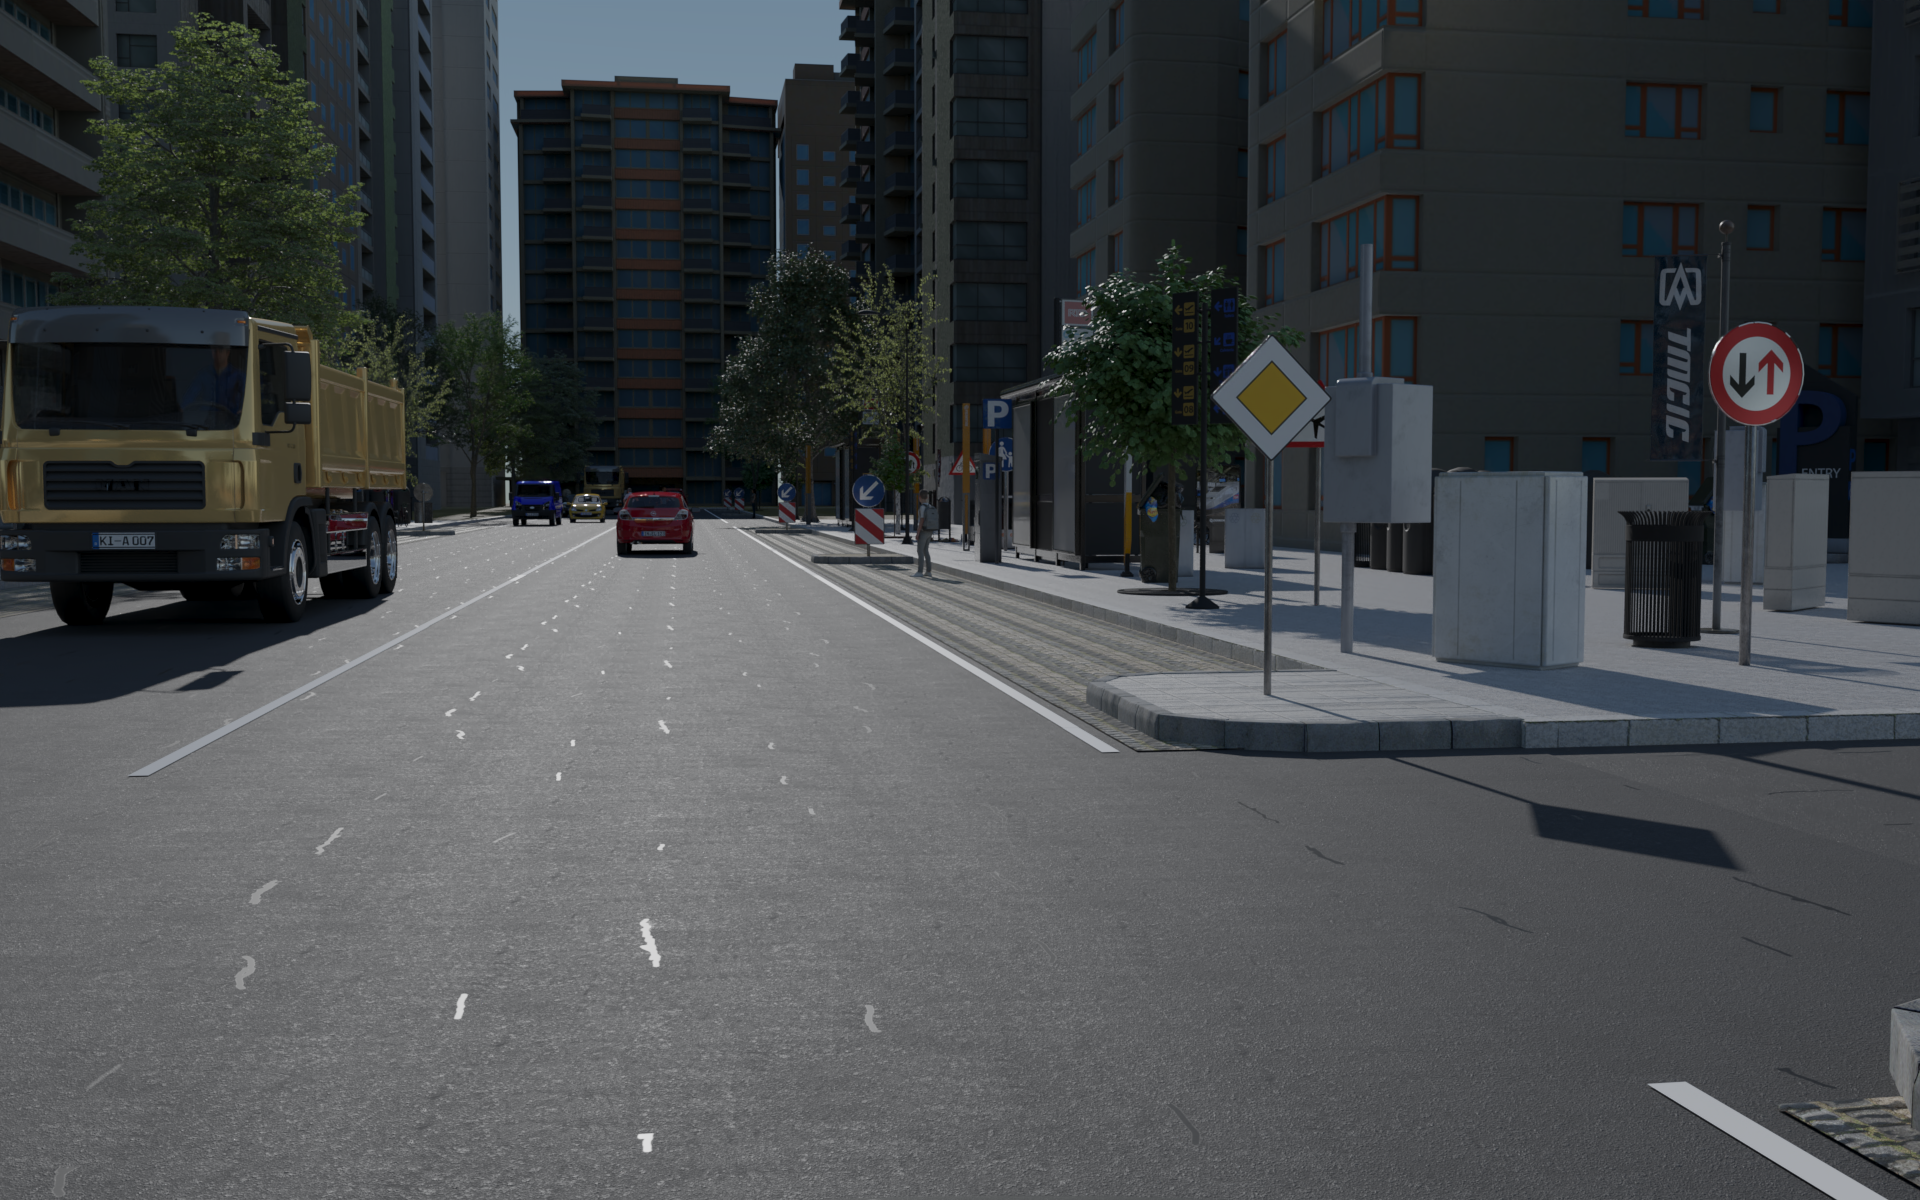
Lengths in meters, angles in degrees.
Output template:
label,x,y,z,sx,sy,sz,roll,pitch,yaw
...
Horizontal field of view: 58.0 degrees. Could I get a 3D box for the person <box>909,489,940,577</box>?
label,x,y,z,sx,sy,sz,roll,pitch,yaw
person,-0.626,-1.149,29.881,0.523,1.515,0.503,0,4,-7

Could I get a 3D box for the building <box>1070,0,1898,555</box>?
label,x,y,z,sx,sy,sz,roll,pitch,yaw
building,20.034,-12.659,52.020,27.650,21.520,28.899,-1,4,-9

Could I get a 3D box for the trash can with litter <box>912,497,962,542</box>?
label,x,y,z,sx,sy,sz,roll,pitch,yaw
trash can with litter,-0.561,-2.179,46.677,1.678,1.210,2.233,-3,4,-36

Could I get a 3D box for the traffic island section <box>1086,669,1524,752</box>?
label,x,y,z,sx,sy,sz,roll,pitch,yaw
traffic island section,1.982,0.685,11.080,2.009,0.180,2.903,-1,4,-9

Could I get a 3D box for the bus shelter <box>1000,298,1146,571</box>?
label,x,y,z,sx,sy,sz,roll,pitch,yaw
bus shelter,2.122,-3.398,33.181,2.179,5.291,8.768,-1,4,-9

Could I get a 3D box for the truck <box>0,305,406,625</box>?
label,x,y,z,sx,sy,sz,roll,pitch,yaw
truck,-8.917,-1.547,21.221,3.469,3.379,9.791,-1,4,-8

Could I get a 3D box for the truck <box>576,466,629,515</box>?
label,x,y,z,sx,sy,sz,roll,pitch,yaw
truck,-24.758,-7.622,120.545,3.469,3.379,9.791,-1,4,-10

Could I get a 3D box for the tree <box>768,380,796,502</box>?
label,x,y,z,sx,sy,sz,roll,pitch,yaw
tree,-10.456,-9.345,103.157,4.360,8.622,3.978,0,3,0

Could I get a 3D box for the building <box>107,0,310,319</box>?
label,x,y,z,sx,sy,sz,roll,pitch,yaw
building,-41.452,-19.297,87.204,14.160,30.474,14.107,-1,4,-9

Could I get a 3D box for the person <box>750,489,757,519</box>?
label,x,y,z,sx,sy,sz,roll,pitch,yaw
person,-12.171,-5.646,101.529,0.721,1.735,1.217,-1,4,-12

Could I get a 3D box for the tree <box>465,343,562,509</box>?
label,x,y,z,sx,sy,sz,roll,pitch,yaw
tree,-33.949,-12.946,129.790,7.486,12.596,7.792,0,3,0

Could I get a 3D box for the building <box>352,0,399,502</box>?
label,x,y,z,sx,sy,sz,roll,pitch,yaw
building,-45.830,-26.400,115.236,14.154,41.232,14.086,-1,4,-9

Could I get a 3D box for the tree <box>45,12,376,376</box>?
label,x,y,z,sx,sy,sz,roll,pitch,yaw
tree,-17.584,-7.538,41.381,7.486,12.596,7.792,0,3,0

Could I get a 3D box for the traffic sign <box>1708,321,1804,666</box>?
label,x,y,z,sx,sy,sz,roll,pitch,yaw
traffic sign,5.878,-0.782,12.898,0.768,2.556,0.104,-1,4,-9

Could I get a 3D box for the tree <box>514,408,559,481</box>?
label,x,y,z,sx,sy,sz,roll,pitch,yaw
tree,-35.464,-11.797,143.245,4.360,8.622,3.978,0,3,0

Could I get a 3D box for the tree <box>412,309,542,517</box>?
label,x,y,z,sx,sy,sz,roll,pitch,yaw
tree,-27.311,-10.490,97.259,9.928,11.665,9.643,0,3,0

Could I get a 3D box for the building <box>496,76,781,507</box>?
label,x,y,z,sx,sy,sz,roll,pitch,yaw
building,-33.858,-32.421,184.707,28.867,44.769,22.147,-1,4,-9

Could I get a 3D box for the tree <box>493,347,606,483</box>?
label,x,y,z,sx,sy,sz,roll,pitch,yaw
tree,-36.069,-14.959,151.233,9.857,13.997,8.962,0,3,0

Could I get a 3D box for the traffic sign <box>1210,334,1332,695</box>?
label,x,y,z,sx,sy,sz,roll,pitch,yaw
traffic sign,1.960,-0.450,10.999,0.795,2.450,0.064,-1,4,-9

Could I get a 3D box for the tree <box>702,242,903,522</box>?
label,x,y,z,sx,sy,sz,roll,pitch,yaw
tree,-7.015,-9.921,79.221,9.611,12.733,9.660,0,3,0

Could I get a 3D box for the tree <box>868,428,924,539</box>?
label,x,y,z,sx,sy,sz,roll,pitch,yaw
tree,-1.787,-3.411,50.365,1.663,3.219,1.824,0,3,0

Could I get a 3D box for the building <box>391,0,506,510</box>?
label,x,y,z,sx,sy,sz,roll,pitch,yaw
building,-62.101,-38.949,178.823,28.212,58.520,21.231,-1,4,-9

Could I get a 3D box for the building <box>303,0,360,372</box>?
label,x,y,z,sx,sy,sz,roll,pitch,yaw
building,-43.827,-27.586,101.135,14.600,45.320,14.200,-1,4,-9

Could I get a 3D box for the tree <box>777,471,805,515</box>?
label,x,y,z,sx,sy,sz,roll,pitch,yaw
tree,-10.484,-6.982,108.765,1.663,3.219,1.824,0,3,0

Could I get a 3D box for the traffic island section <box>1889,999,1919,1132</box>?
label,x,y,z,sx,sy,sz,roll,pitch,yaw
traffic island section,3.261,1.167,3.197,2.009,0.180,2.903,-1,4,-9

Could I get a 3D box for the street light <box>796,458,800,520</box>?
label,x,y,z,sx,sy,sz,roll,pitch,yaw
street light,-8.588,-6.902,85.384,1.470,5.913,1.316,-1,4,-9

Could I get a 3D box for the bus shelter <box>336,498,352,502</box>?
label,x,y,z,sx,sy,sz,roll,pitch,yaw
bus shelter,-23.271,-4.400,63.222,1.731,3.624,6.357,-1,4,-9

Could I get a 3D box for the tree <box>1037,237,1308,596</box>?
label,x,y,z,sx,sy,sz,roll,pitch,yaw
tree,2.723,-2.367,22.415,4.285,4.588,4.351,0,3,0

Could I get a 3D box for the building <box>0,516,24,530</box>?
label,x,y,z,sx,sy,sz,roll,pitch,yaw
building,-39.781,-26.103,50.481,21.300,48.544,21.600,-1,4,-9

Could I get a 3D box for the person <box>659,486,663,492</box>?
label,x,y,z,sx,sy,sz,roll,pitch,yaw
person,-15.975,-5.174,92.721,1.348,1.869,0.705,-1,4,-11

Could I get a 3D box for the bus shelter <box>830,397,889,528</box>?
label,x,y,z,sx,sy,sz,roll,pitch,yaw
bus shelter,-3.983,-5.600,69.189,2.179,5.291,8.768,-1,4,-9

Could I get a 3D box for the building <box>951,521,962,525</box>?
label,x,y,z,sx,sy,sz,roll,pitch,yaw
building,5.578,-18.810,79.242,14.160,30.474,14.107,-1,4,-9

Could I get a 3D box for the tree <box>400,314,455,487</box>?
label,x,y,z,sx,sy,sz,roll,pitch,yaw
tree,-22.910,-7.317,69.988,4.360,8.622,3.978,0,3,0

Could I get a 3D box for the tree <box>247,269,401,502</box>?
label,x,y,z,sx,sy,sz,roll,pitch,yaw
tree,-20.675,-6.373,54.555,4.360,8.622,3.978,0,3,0

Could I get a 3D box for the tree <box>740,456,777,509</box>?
label,x,y,z,sx,sy,sz,roll,pitch,yaw
tree,-16.833,-9.852,144.789,4.285,4.588,4.351,0,3,0

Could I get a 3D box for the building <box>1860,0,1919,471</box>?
label,x,y,z,sx,sy,sz,roll,pitch,yaw
building,26.916,-21.183,29.935,14.086,41.232,14.154,-1,4,-9

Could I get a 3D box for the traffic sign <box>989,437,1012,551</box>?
label,x,y,z,sx,sy,sz,roll,pitch,yaw
traffic sign,1.025,-2.374,38.916,0.768,2.556,0.104,0,4,-3

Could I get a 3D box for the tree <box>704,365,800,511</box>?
label,x,y,z,sx,sy,sz,roll,pitch,yaw
tree,-15.512,-12.564,131.178,9.928,11.665,9.643,0,3,0

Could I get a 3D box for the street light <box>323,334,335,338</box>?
label,x,y,z,sx,sy,sz,roll,pitch,yaw
street light,-18.795,-4.750,50.201,1.470,5.913,1.316,-1,4,-9

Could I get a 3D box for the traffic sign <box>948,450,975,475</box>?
label,x,y,z,sx,sy,sz,roll,pitch,yaw
traffic sign,0.118,-2.951,48.257,0.884,2.594,0.081,0,4,-4

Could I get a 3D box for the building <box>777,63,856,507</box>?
label,x,y,z,sx,sy,sz,roll,pitch,yaw
building,-11.802,-32.693,184.635,14.200,45.320,14.600,-1,4,-9

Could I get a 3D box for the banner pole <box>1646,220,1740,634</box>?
label,x,y,z,sx,sy,sz,roll,pitch,yaw
banner pole,6.778,-1.587,15.965,0.863,3.779,0.401,0,4,7

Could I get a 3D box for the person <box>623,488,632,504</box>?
label,x,y,z,sx,sy,sz,roll,pitch,yaw
person,-16.228,-4.642,85.334,0.756,1.711,0.436,-1,4,-17

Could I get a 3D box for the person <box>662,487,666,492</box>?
label,x,y,z,sx,sy,sz,roll,pitch,yaw
person,-15.638,-5.083,91.585,0.705,1.826,1.348,1,4,9

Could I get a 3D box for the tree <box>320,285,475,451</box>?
label,x,y,z,sx,sy,sz,roll,pitch,yaw
tree,-25.378,-8.776,77.892,7.601,10.594,8.767,0,4,1

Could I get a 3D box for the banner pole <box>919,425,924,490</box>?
label,x,y,z,sx,sy,sz,roll,pitch,yaw
banner pole,-1.457,-4.459,62.917,0.401,3.779,0.863,-2,4,-27

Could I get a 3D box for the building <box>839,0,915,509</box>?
label,x,y,z,sx,sy,sz,roll,pitch,yaw
building,1.816,-29.707,140.329,22.147,44.769,28.867,-1,4,-9

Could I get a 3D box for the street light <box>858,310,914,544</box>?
label,x,y,z,sx,sy,sz,roll,pitch,yaw
street light,-1.878,-4.368,43.958,1.470,5.913,1.316,-1,4,-9

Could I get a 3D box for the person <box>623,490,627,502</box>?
label,x,y,z,sx,sy,sz,roll,pitch,yaw
person,-26.931,-8.002,140.065,0.721,1.736,1.217,0,4,8

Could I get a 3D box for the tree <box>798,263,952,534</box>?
label,x,y,z,sx,sy,sz,roll,pitch,yaw
tree,-2.103,-6.376,54.618,4.360,8.622,3.978,0,3,0

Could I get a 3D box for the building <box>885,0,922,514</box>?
label,x,y,z,sx,sy,sz,roll,pitch,yaw
building,6.266,-41.401,115.165,20.563,71.187,20.611,-1,4,-9
